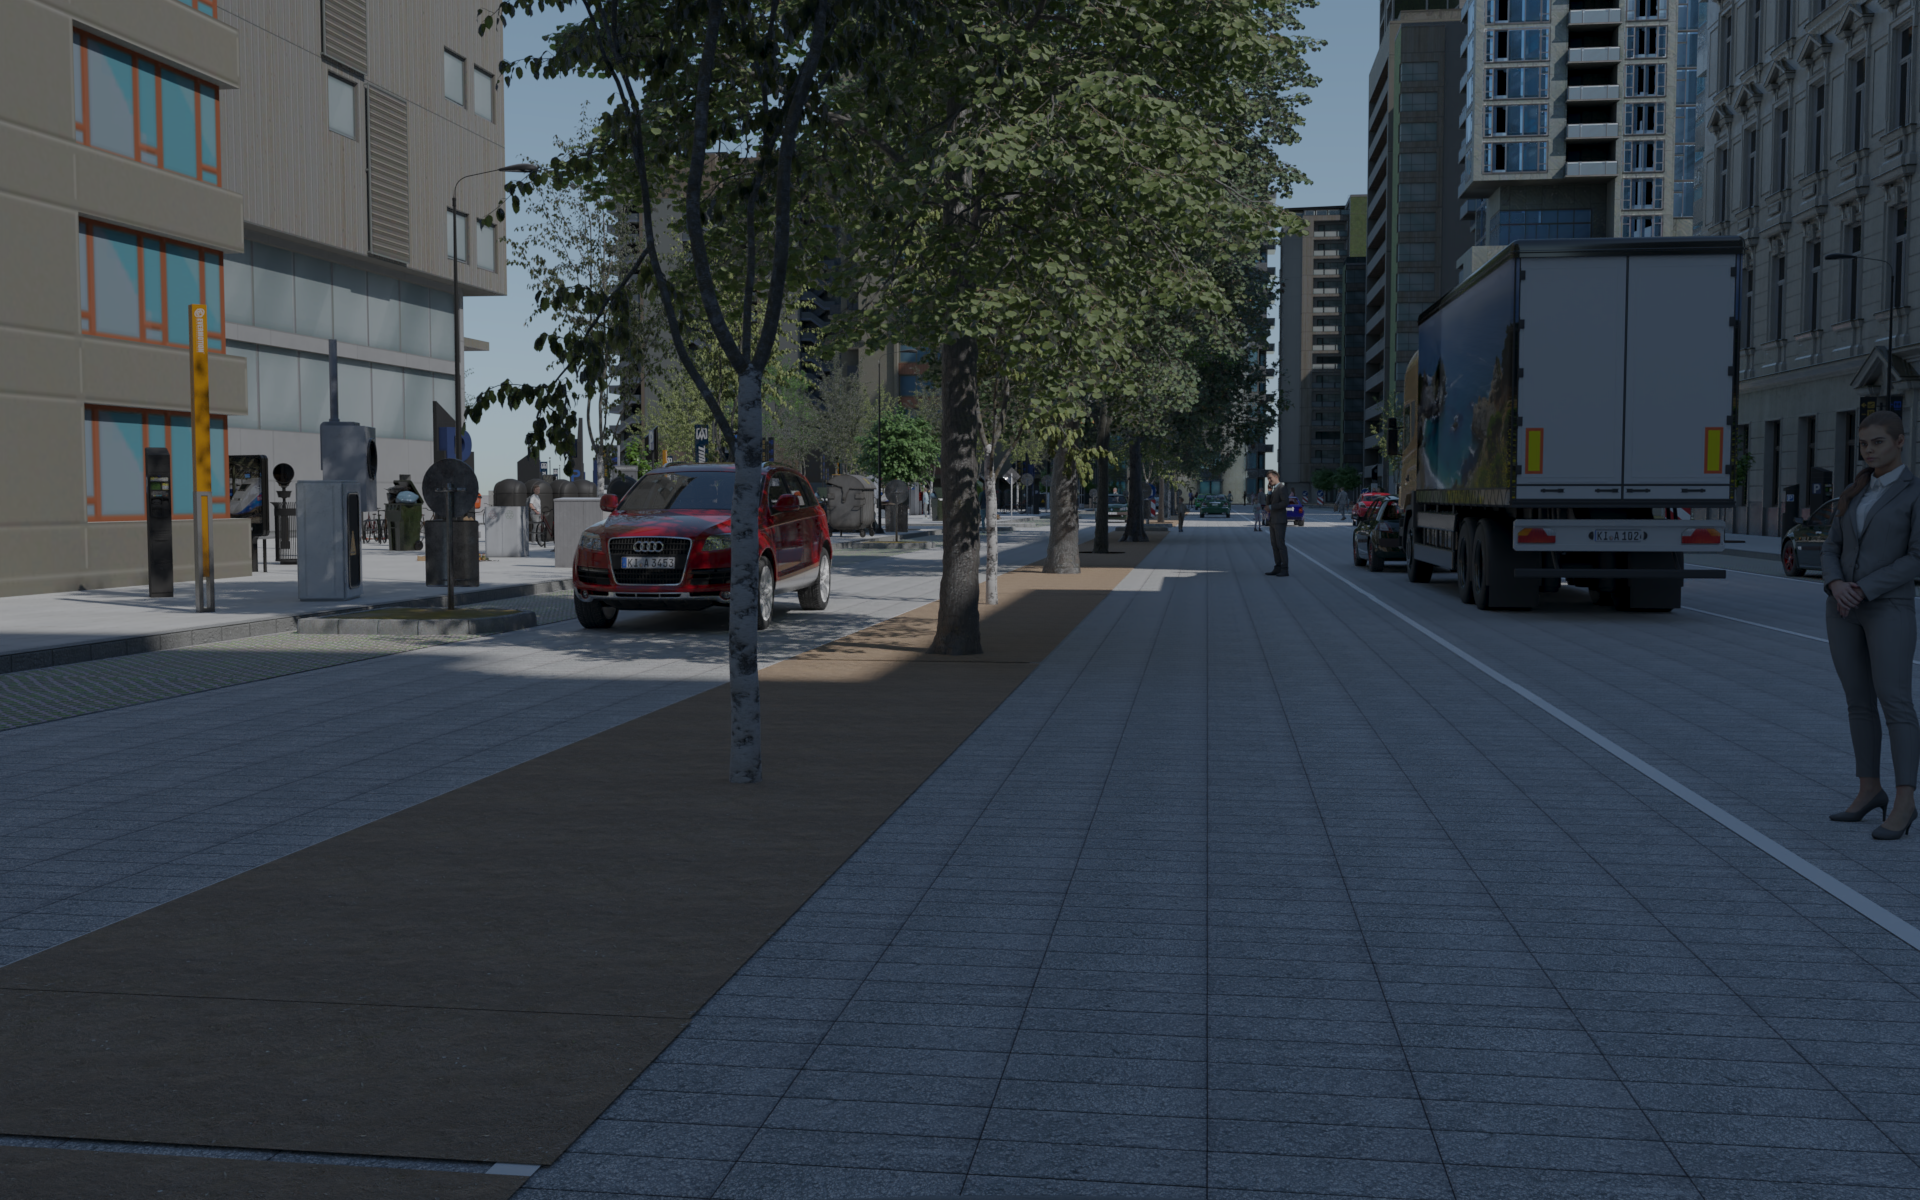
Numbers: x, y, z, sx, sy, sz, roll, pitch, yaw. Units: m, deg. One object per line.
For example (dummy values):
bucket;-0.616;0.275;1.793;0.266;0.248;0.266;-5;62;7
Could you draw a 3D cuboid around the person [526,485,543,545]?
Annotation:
person;-10.680;-2.143;43.681;0.523;1.515;0.503;-1;4;-23

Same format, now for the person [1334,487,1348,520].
person;20.878;-5.261;94.646;0.709;1.813;0.853;-2;4;-35

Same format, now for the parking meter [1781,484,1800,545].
parking meter;20.358;-2.082;42.454;0.372;1.533;0.369;0;3;0

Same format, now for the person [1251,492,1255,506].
person;36.477;-12.638;215.799;0.621;1.740;0.551;-3;4;-36

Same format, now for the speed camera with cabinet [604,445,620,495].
speed camera with cabinet;-14.049;-4.620;69.872;0.660;3.252;2.038;2;4;28

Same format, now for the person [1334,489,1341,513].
person;29.294;-7.678;134.301;0.573;1.790;0.520;3;5;43

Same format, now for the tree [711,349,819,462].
tree;-13.847;-12.206;125.326;9.928;11.665;9.643;0;3;0

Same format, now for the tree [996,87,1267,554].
tree;3.482;-6.907;41.136;9.928;11.665;9.643;0;3;0

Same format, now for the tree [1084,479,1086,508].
tree;8.898;-9.019;142.059;1.663;3.219;1.824;0;3;0

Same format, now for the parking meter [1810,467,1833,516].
parking meter;18.547;-1.933;37.310;0.255;1.863;0.399;-1;4;-22

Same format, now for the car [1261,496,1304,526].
car;14.553;-4.011;78.153;1.945;1.354;3.894;0;4;7

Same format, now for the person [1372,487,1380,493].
person;24.592;-5.748;102.448;0.580;1.828;0.573;0;4;3

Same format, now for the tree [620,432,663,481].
tree;-10.104;-3.610;53.628;1.663;3.219;1.824;0;3;0

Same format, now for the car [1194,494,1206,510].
car;21.877;-8.915;154.560;1.959;1.807;4.718;0;4;8

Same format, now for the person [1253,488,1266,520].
person;16.497;-5.277;95.174;0.661;1.777;0.834;-3;5;-44

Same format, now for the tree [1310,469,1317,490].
tree;41.332;-13.011;196.440;4.285;4.588;4.351;0;3;0

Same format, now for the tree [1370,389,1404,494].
tree;30.388;-10.387;120.185;4.737;8.622;4.395;0;3;0

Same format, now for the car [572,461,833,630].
car;-2.835;-0.695;20.035;2.281;1.827;5.304;0;4;7

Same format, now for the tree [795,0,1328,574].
tree;1.840;-7.449;30.896;9.857;13.997;8.962;0;3;0

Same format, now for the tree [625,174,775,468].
tree;-5.295;-5.517;40.568;4.737;8.622;4.395;0;3;0

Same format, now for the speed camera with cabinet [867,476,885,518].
speed camera with cabinet;-4.088;-5.961;91.803;2.038;3.252;0.660;2;4;27

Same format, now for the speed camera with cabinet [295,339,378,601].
speed camera with cabinet;-7.741;-1.666;21.572;0.660;3.252;2.038;0;4;-8

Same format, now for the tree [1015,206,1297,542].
tree;5.250;-8.083;51.619;9.611;12.733;9.660;0;3;0

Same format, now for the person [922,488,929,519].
person;-1.774;-4.946;88.723;0.330;1.601;0.589;1;4;14

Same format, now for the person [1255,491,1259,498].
person;33.156;-11.196;192.276;0.721;1.743;1.217;-3;5;-42

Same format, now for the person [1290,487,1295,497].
person;18.649;-5.432;97.327;0.388;1.821;0.555;2;4;23

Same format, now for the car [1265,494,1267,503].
car;37.255;-12.166;207.710;1.959;1.807;4.718;0;4;7

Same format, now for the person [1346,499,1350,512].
person;30.626;-7.557;136.741;0.352;1.250;0.332;-2;4;-24

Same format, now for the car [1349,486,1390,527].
car;18.459;-4.163;77.098;2.155;1.783;4.494;1;4;9

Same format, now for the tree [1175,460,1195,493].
tree;8.281;-7.528;75.902;4.737;8.622;4.395;0;3;0

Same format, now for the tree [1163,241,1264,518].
tree;11.242;-15.019;103.910;12.611;20.169;13.585;0;3;0

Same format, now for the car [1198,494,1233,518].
car;15.513;-5.716;105.248;2.131;1.459;4.920;1;4;9

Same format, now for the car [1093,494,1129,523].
car;7.727;-4.743;87.330;2.009;1.686;4.222;0;4;7

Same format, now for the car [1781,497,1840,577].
car;15.002;-1.149;28.572;2.009;1.686;4.222;0;4;7

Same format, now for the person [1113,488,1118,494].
person;8.509;-5.297;95.497;0.834;1.777;0.661;-1;4;-15

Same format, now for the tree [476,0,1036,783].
tree;-1.046;-3.410;8.569;4.360;8.622;3.978;0;3;0

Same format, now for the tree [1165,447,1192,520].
tree;11.558;-8.730;95.561;4.360;8.622;3.978;0;3;0

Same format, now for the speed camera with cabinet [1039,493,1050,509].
speed camera with cabinet;7.598;-9.296;146.328;2.038;3.252;0.660;0;4;8

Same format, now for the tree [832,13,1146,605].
tree;0.415;-4.223;21.859;4.737;8.622;4.395;0;3;0

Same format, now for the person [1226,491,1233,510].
person;23.844;-8.830;153.662;0.721;1.735;1.217;-2;4;-30

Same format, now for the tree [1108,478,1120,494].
tree;18.578;-13.148;209.578;1.663;3.219;1.824;0;3;0

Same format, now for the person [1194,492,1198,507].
person;25.233;-10.719;185.226;0.593;1.643;0.415;-2;4;-26

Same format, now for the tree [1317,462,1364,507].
tree;39.639;-11.849;177.447;4.285;4.588;4.351;0;3;0

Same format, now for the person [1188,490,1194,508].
person;23.351;-10.168;174.617;0.709;1.838;0.599;-2;4;-31

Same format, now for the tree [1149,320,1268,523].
tree;9.969;-10.548;85.287;12.009;13.543;11.850;0;3;0

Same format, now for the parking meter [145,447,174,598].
parking meter;-9.955;-0.968;21.531;0.255;1.863;0.399;-2;4;-30

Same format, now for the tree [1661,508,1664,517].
tree;39.889;-8.993;97.395;4.360;8.622;3.978;0;3;0

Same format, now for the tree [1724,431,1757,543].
tree;20.124;-3.134;45.850;1.663;3.219;1.824;0;3;0

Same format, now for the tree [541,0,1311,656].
tree;-0.061;-5.808;15.544;7.486;12.596;7.792;0;3;0

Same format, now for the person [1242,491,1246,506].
person;35.226;-12.589;214.461;0.705;1.807;1.348;2;4;25

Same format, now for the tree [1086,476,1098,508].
tree;12.156;-10.406;164.734;1.663;3.219;1.824;0;3;0

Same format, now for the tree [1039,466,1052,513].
tree;5.862;-7.673;120.052;1.663;3.219;1.824;0;3;0

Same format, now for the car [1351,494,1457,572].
car;8.570;-1.432;33.205;2.009;1.686;4.222;0;4;7

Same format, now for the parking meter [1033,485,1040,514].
parking meter;4.820;-6.328;109.174;0.399;1.863;0.255;0;4;-8

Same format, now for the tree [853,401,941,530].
tree;-2.075;-4.758;61.500;4.285;4.588;4.351;0;3;0
